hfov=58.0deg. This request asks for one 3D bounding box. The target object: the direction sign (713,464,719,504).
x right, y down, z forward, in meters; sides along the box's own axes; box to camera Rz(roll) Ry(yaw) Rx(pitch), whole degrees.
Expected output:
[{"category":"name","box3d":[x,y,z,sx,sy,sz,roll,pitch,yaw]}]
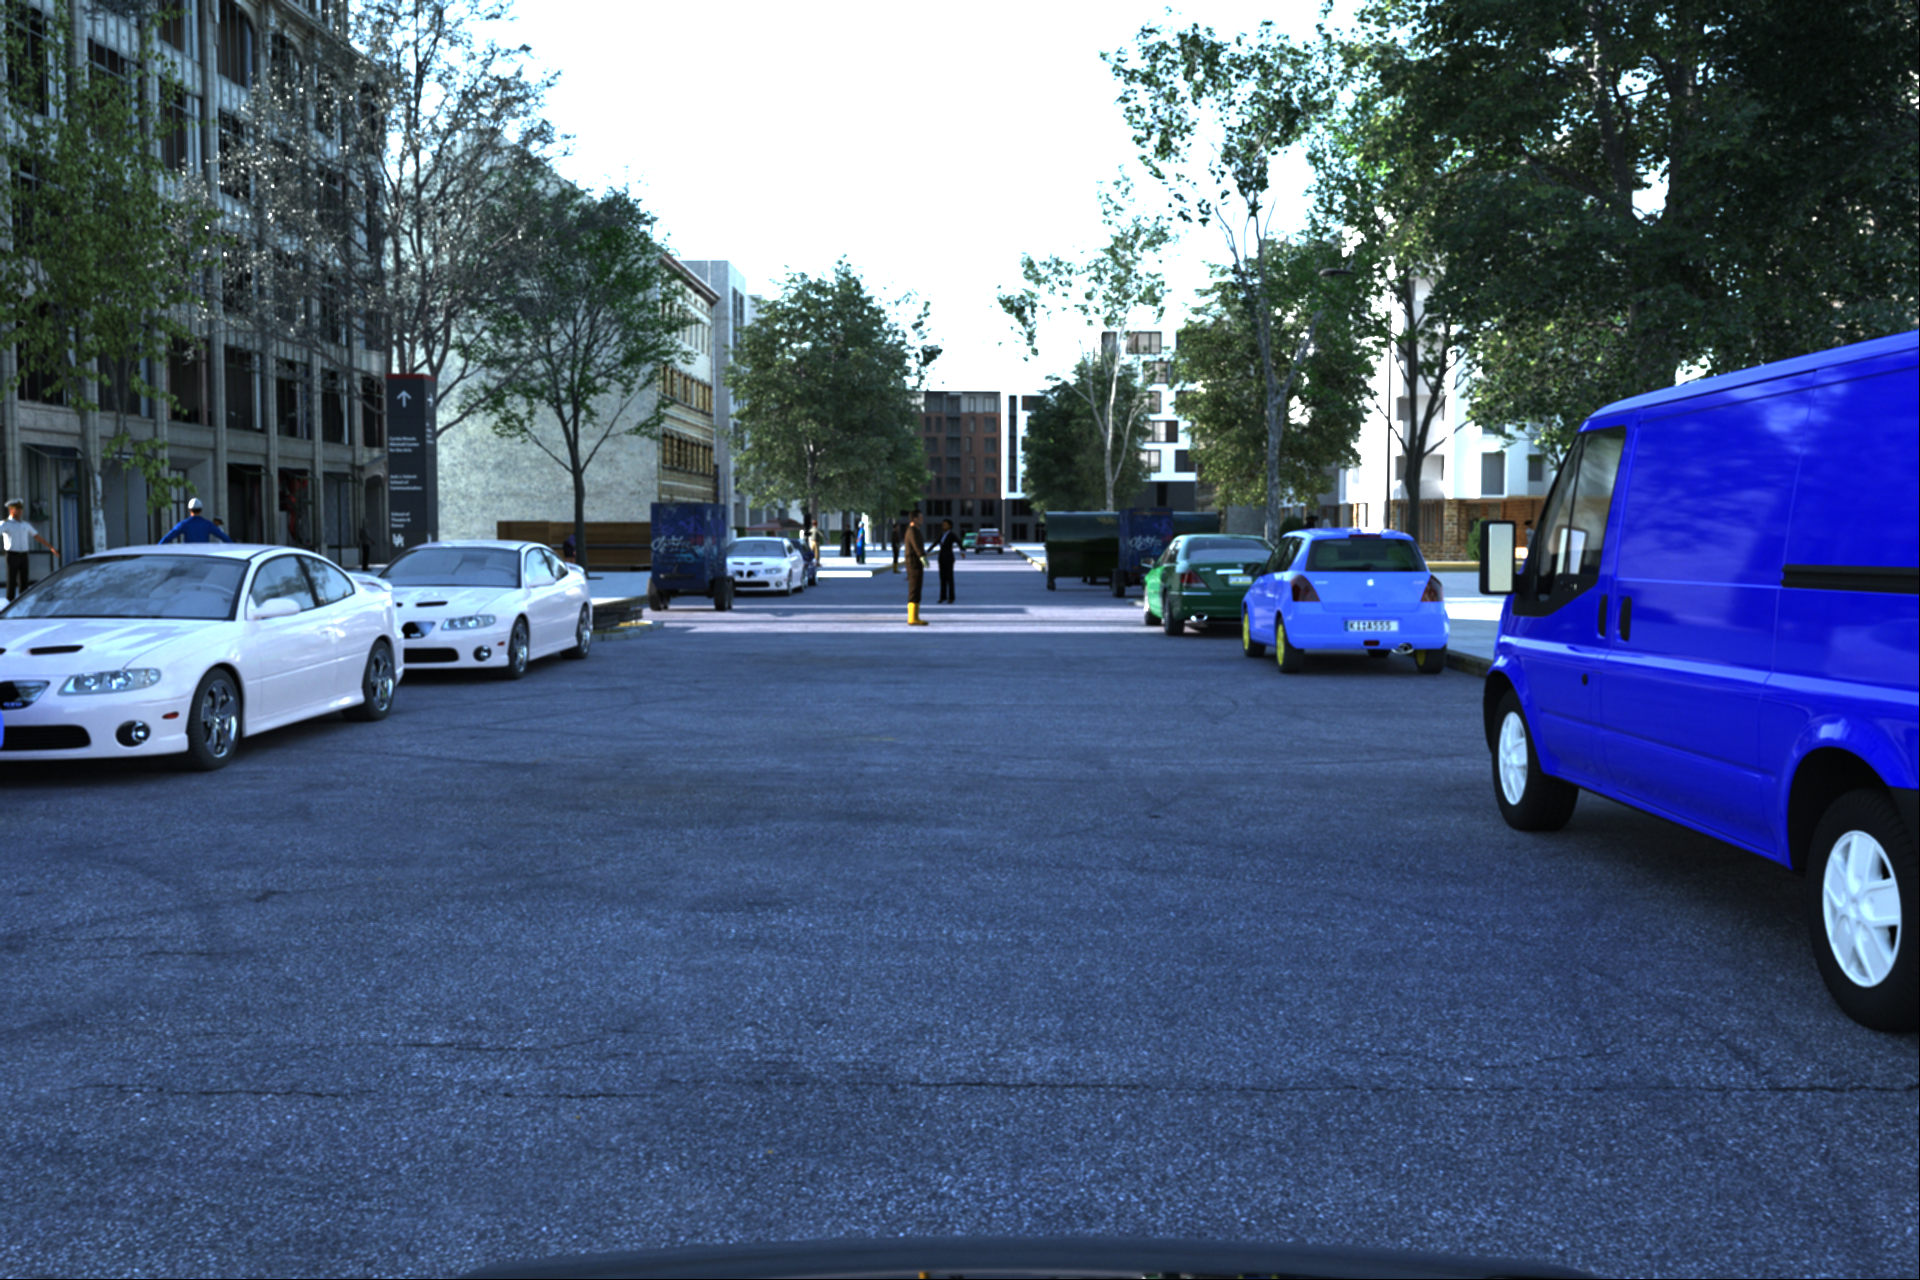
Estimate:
[{"category":"direction sign","box3d":[-7.906,-3.929,56.239,0.379,3.537,0.876,0,4,2]}]

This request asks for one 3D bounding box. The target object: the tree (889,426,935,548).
[{"category":"tree","box3d":[-6.015,-14.368,160.676,9.928,11.665,9.643,0,3,0]}]

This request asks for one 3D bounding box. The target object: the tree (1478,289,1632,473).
[{"category":"tree","box3d":[25.092,-8.895,71.191,9.928,11.665,9.643,0,3,0]}]

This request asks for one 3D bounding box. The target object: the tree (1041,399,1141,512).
[{"category":"tree","box3d":[9.426,-12.351,127.697,9.928,11.665,9.643,0,3,0]}]

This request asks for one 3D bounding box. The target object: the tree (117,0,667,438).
[{"category":"tree","box3d":[-11.174,-7.619,34.935,12.009,13.543,11.850,0,3,0]}]

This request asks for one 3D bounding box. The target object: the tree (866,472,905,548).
[{"category":"tree","box3d":[-6.286,-11.923,145.309,4.737,8.622,4.395,0,3,0]}]

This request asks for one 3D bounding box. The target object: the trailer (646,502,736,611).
[{"category":"trailer","box3d":[-5.062,-1.518,31.863,1.471,1.999,3.904,0,4,1]}]

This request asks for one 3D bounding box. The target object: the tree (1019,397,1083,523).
[{"category":"tree","box3d":[9.479,-15.026,152.323,9.857,13.997,8.962,0,3,0]}]

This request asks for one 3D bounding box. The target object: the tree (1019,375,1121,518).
[{"category":"tree","box3d":[9.431,-14.220,139.155,9.857,13.997,8.962,0,3,0]}]

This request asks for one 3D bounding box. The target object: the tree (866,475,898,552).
[{"category":"tree","box3d":[-6.172,-10.797,126.895,4.360,8.622,3.978,0,3,0]}]

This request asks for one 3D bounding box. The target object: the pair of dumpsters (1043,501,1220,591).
[{"category":"pair of dumpsters","box3d":[4.343,-2.402,44.217,4.436,2.255,1.574,0,4,0]}]

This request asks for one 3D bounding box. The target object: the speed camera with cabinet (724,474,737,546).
[{"category":"speed camera with cabinet","box3d":[-7.923,-3.897,58.052,0.660,3.252,2.038,0,4,1]}]

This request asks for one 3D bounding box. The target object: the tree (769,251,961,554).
[{"category":"tree","box3d":[-6.315,-15.817,114.505,12.611,20.169,13.585,0,3,0]}]

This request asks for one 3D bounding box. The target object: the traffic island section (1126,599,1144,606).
[{"category":"traffic island section","box3d":[4.411,-0.759,35.277,1.991,0.108,1.994,0,4,1]}]

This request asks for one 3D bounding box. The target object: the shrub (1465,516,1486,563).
[{"category":"shrub","box3d":[23.329,-4.471,77.149,1.661,2.075,1.752,0,3,0]}]

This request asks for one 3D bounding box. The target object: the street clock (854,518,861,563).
[{"category":"street clock","box3d":[-4.549,-4.453,77.375,0.358,2.002,0.471,0,4,2]}]

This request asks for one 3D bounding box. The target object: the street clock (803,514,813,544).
[{"category":"street clock","box3d":[-5.383,-3.466,61.246,0.358,2.002,0.471,0,4,3]}]

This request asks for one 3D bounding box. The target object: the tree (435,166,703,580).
[{"category":"tree","box3d":[-10.905,-7.538,49.001,9.928,11.665,9.643,0,3,0]}]

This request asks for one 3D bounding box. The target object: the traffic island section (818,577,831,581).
[{"category":"traffic island section","box3d":[-4.994,-1.864,53.337,1.991,0.108,1.994,0,4,1]}]

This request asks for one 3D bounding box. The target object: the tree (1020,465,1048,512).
[{"category":"tree","box3d":[9.138,-14.085,164.708,7.601,10.594,8.767,0,4,-6]}]

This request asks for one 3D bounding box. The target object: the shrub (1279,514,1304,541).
[{"category":"shrub","box3d":[12.283,-3.673,64.089,1.661,2.075,1.752,0,3,0]}]

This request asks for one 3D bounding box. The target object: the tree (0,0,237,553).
[{"category":"tree","box3d":[-11.288,-4.399,22.282,4.737,8.622,4.395,0,3,0]}]

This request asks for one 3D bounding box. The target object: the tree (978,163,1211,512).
[{"category":"tree","box3d":[7.331,-14.404,91.402,12.611,20.169,13.585,0,3,0]}]

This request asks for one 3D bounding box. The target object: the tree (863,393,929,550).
[{"category":"tree","box3d":[-6.085,-13.399,137.198,7.486,12.596,7.792,0,3,0]}]

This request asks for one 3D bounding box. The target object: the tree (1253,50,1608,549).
[{"category":"tree","box3d":[9.995,-6.848,37.725,9.928,11.665,9.643,0,3,0]}]

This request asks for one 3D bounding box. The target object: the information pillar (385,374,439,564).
[{"category":"information pillar","box3d":[-8.935,-2.380,28.285,0.750,3.857,0.750,0,4,0]}]

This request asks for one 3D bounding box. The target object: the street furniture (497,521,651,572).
[{"category":"street furniture","box3d":[-13.986,-3.444,63.156,11.010,1.723,9.812,1,4,8]}]

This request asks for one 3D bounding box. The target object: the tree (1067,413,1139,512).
[{"category":"tree","box3d":[8.112,-9.456,104.960,4.360,8.622,3.978,0,3,0]}]

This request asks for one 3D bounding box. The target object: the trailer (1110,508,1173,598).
[{"category":"trailer","box3d":[4.215,-2.018,40.041,1.471,1.999,3.904,0,4,0]}]

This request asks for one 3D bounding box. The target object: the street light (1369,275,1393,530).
[{"category":"street light","box3d":[8.082,-3.541,30.432,1.470,5.913,1.316,0,4,1]}]

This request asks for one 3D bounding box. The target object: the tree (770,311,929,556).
[{"category":"tree","box3d":[-6.657,-11.775,99.170,9.857,13.997,8.962,0,3,0]}]

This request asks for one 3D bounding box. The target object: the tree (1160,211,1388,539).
[{"category":"tree","box3d":[12.650,-10.005,70.230,9.857,13.997,8.962,0,3,0]}]

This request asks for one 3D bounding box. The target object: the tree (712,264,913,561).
[{"category":"tree","box3d":[-6.956,-10.790,83.076,9.857,13.997,8.962,0,3,0]}]

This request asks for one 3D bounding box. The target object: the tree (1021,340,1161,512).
[{"category":"tree","box3d":[8.728,-12.781,115.630,9.857,13.997,8.962,0,3,0]}]

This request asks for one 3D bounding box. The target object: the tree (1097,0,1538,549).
[{"category":"tree","box3d":[11.052,-12.149,54.523,12.611,20.169,13.585,0,3,0]}]

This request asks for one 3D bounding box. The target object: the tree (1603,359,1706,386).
[{"category":"tree","box3d":[25.400,-6.834,62.100,4.360,8.622,3.978,0,3,0]}]

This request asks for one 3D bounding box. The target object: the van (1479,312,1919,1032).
[{"category":"van","box3d":[3.565,-0.137,6.619,2.240,2.365,5.245,0,3,0]}]

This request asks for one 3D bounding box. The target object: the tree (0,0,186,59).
[{"category":"tree","box3d":[-11.412,-6.294,13.277,12.009,13.543,11.850,0,3,0]}]

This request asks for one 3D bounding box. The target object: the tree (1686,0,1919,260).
[{"category":"tree","box3d":[9.540,-4.879,14.188,7.601,10.594,8.767,-2,4,-23]}]

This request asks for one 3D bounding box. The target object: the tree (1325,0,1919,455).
[{"category":"tree","box3d":[10.036,-7.206,24.480,9.857,13.997,8.962,0,3,0]}]
